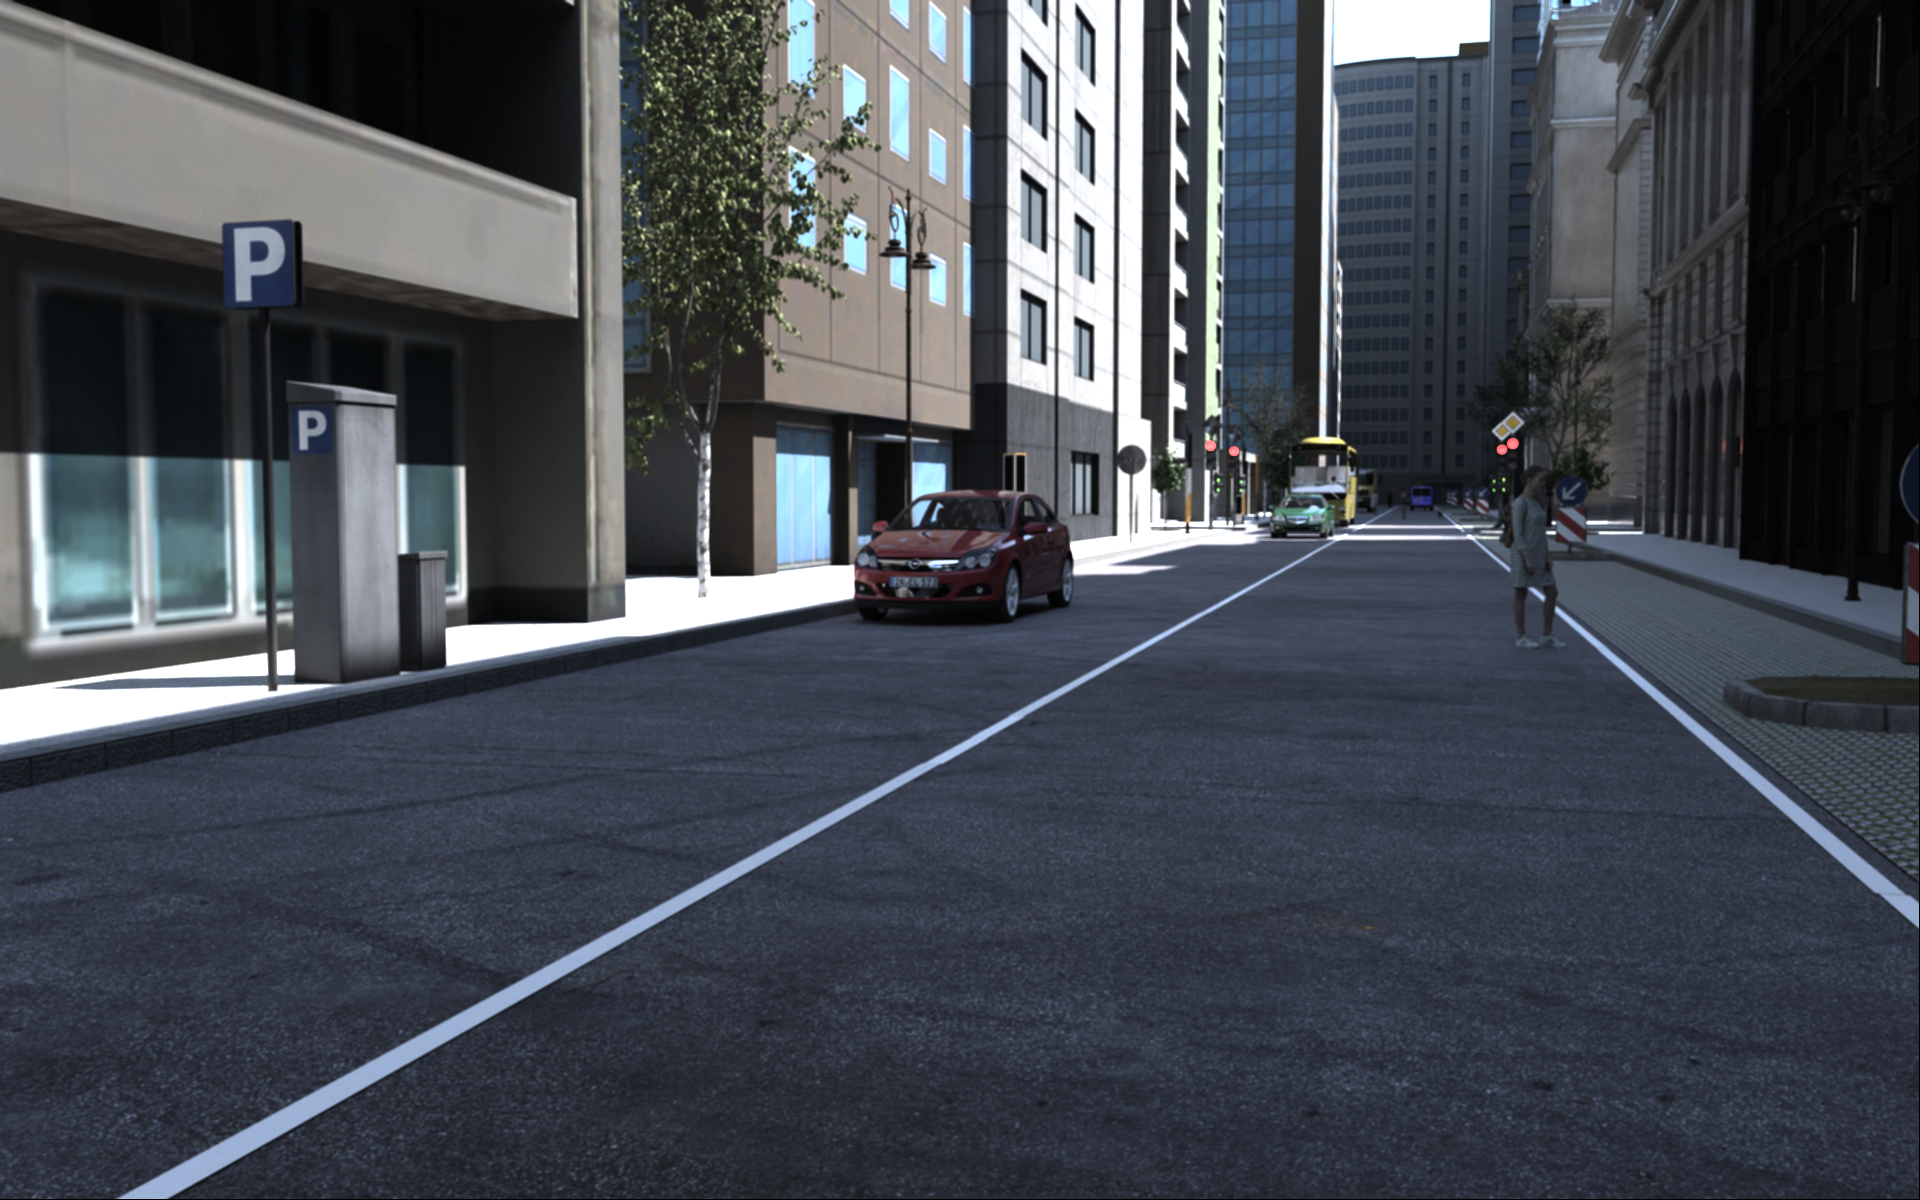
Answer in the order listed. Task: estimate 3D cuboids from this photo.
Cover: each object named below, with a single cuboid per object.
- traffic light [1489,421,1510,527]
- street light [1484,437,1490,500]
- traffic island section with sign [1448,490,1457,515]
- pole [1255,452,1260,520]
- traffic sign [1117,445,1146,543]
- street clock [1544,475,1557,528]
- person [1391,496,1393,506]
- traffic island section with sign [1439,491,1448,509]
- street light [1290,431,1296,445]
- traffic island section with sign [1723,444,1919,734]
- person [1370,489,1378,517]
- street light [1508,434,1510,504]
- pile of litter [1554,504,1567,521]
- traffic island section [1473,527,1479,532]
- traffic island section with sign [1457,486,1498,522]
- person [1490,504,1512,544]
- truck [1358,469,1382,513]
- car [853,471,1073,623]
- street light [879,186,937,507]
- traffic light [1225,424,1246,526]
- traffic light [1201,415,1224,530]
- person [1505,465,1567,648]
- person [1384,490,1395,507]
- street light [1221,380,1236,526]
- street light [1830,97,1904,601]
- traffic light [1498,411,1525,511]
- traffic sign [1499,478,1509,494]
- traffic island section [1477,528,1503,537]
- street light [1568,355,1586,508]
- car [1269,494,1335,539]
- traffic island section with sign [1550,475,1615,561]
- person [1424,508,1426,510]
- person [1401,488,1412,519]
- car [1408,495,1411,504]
[{"bbox_3d":[20.737,-4.741,66.428,0.839,4.253,0.868,1,4,15],"label":"traffic light"},{"bbox_3d":[41.911,-10.095,137.846,0.468,5.910,1.993,1,4,15],"label":"street light"},{"bbox_3d":[34.039,-6.589,116.359,1.989,1.847,2.006,1,4,15],"label":"traffic island section with sign"},{"bbox_3d":[14.543,-5.558,84.720,0.158,3.312,0.155,0,3,0],"label":"pole"},{"bbox_3d":[4.443,-2.745,44.991,0.768,2.556,0.104,1,4,17],"label":"traffic sign"},{"bbox_3d":[22.617,-3.785,66.461,0.471,2.002,0.358,0,4,6],"label":"street clock"},{"bbox_3d":[48.293,-11.163,194.275,1.065,1.426,0.557,-3,5,-40],"label":"person"},{"bbox_3d":[47.105,-9.600,165.592,1.989,1.847,2.006,1,4,15],"label":"traffic island section with sign"},{"bbox_3d":[20.548,-8.205,106.946,0.468,5.910,1.993,1,4,15],"label":"street light"},{"bbox_3d":[6.087,-0.155,11.159,1.989,1.847,2.006,1,4,15],"label":"traffic island section with sign"},{"bbox_3d":[25.402,-5.935,106.286,0.466,1.731,0.760,0,4,6],"label":"person"},{"bbox_3d":[32.063,-7.844,101.041,0.468,5.910,1.993,1,4,15],"label":"street light"},{"bbox_3d":[28.921,-4.189,82.449,1.176,0.858,1.719,1,4,14],"label":"pile of litter"},{"bbox_3d":[20.773,-2.707,66.532,2.009,0.180,2.903,1,4,15],"label":"traffic island section"},{"bbox_3d":[27.103,-4.996,90.308,1.989,1.847,2.006,1,4,15],"label":"traffic island section with sign"},{"bbox_3d":[15.636,-2.148,49.113,1.012,1.151,0.738,2,4,29],"label":"person"},{"bbox_3d":[31.567,-8.617,136.805,3.469,3.379,9.791,1,4,14],"label":"truck"},{"bbox_3d":[0.119,-0.719,20.804,2.155,1.783,4.494,1,4,16],"label":"car"},{"bbox_3d":[-0.781,-3.279,26.398,0.468,5.910,1.993,1,4,15],"label":"street light"},{"bbox_3d":[10.960,-4.898,69.000,0.839,4.253,0.868,1,4,15],"label":"traffic light"},{"bbox_3d":[8.909,-4.426,61.281,0.839,4.253,0.868,1,4,15],"label":"traffic light"},{"bbox_3d":[5.323,-0.406,16.148,0.512,1.701,0.522,-3,5,-42],"label":"person"},{"bbox_3d":[46.030,-10.829,185.498,1.348,1.831,0.705,-1,4,-12],"label":"person"},{"bbox_3d":[10.856,-5.952,70.099,0.468,5.910,1.993,1,4,15],"label":"street light"},{"bbox_3d":[10.756,-2.930,20.693,0.468,5.910,1.993,1,4,15],"label":"street light"},{"bbox_3d":[18.687,-4.268,58.710,0.839,4.253,0.868,1,4,15],"label":"traffic light"},{"bbox_3d":[32.100,-6.200,102.552,0.795,2.450,0.064,1,4,20],"label":"traffic sign"},{"bbox_3d":[18.723,-2.234,58.814,2.009,0.180,2.903,1,4,15],"label":"traffic island section"},{"bbox_3d":[20.563,-5.202,57.839,0.468,5.910,1.993,1,4,15],"label":"street light"},{"bbox_3d":[11.366,-2.785,57.333,2.131,1.459,4.920,1,4,16],"label":"car"},{"bbox_3d":[13.150,-1.783,37.781,1.989,1.847,2.006,1,4,15],"label":"traffic island section with sign"},{"bbox_3d":[40.533,-8.539,151.339,0.697,1.427,0.421,3,4,36],"label":"person"},{"bbox_3d":[25.312,-5.474,98.362,0.532,1.782,0.716,2,4,32],"label":"person"},{"bbox_3d":[55.586,-12.306,213.208,2.014,1.417,4.499,1,4,17],"label":"car"}]
